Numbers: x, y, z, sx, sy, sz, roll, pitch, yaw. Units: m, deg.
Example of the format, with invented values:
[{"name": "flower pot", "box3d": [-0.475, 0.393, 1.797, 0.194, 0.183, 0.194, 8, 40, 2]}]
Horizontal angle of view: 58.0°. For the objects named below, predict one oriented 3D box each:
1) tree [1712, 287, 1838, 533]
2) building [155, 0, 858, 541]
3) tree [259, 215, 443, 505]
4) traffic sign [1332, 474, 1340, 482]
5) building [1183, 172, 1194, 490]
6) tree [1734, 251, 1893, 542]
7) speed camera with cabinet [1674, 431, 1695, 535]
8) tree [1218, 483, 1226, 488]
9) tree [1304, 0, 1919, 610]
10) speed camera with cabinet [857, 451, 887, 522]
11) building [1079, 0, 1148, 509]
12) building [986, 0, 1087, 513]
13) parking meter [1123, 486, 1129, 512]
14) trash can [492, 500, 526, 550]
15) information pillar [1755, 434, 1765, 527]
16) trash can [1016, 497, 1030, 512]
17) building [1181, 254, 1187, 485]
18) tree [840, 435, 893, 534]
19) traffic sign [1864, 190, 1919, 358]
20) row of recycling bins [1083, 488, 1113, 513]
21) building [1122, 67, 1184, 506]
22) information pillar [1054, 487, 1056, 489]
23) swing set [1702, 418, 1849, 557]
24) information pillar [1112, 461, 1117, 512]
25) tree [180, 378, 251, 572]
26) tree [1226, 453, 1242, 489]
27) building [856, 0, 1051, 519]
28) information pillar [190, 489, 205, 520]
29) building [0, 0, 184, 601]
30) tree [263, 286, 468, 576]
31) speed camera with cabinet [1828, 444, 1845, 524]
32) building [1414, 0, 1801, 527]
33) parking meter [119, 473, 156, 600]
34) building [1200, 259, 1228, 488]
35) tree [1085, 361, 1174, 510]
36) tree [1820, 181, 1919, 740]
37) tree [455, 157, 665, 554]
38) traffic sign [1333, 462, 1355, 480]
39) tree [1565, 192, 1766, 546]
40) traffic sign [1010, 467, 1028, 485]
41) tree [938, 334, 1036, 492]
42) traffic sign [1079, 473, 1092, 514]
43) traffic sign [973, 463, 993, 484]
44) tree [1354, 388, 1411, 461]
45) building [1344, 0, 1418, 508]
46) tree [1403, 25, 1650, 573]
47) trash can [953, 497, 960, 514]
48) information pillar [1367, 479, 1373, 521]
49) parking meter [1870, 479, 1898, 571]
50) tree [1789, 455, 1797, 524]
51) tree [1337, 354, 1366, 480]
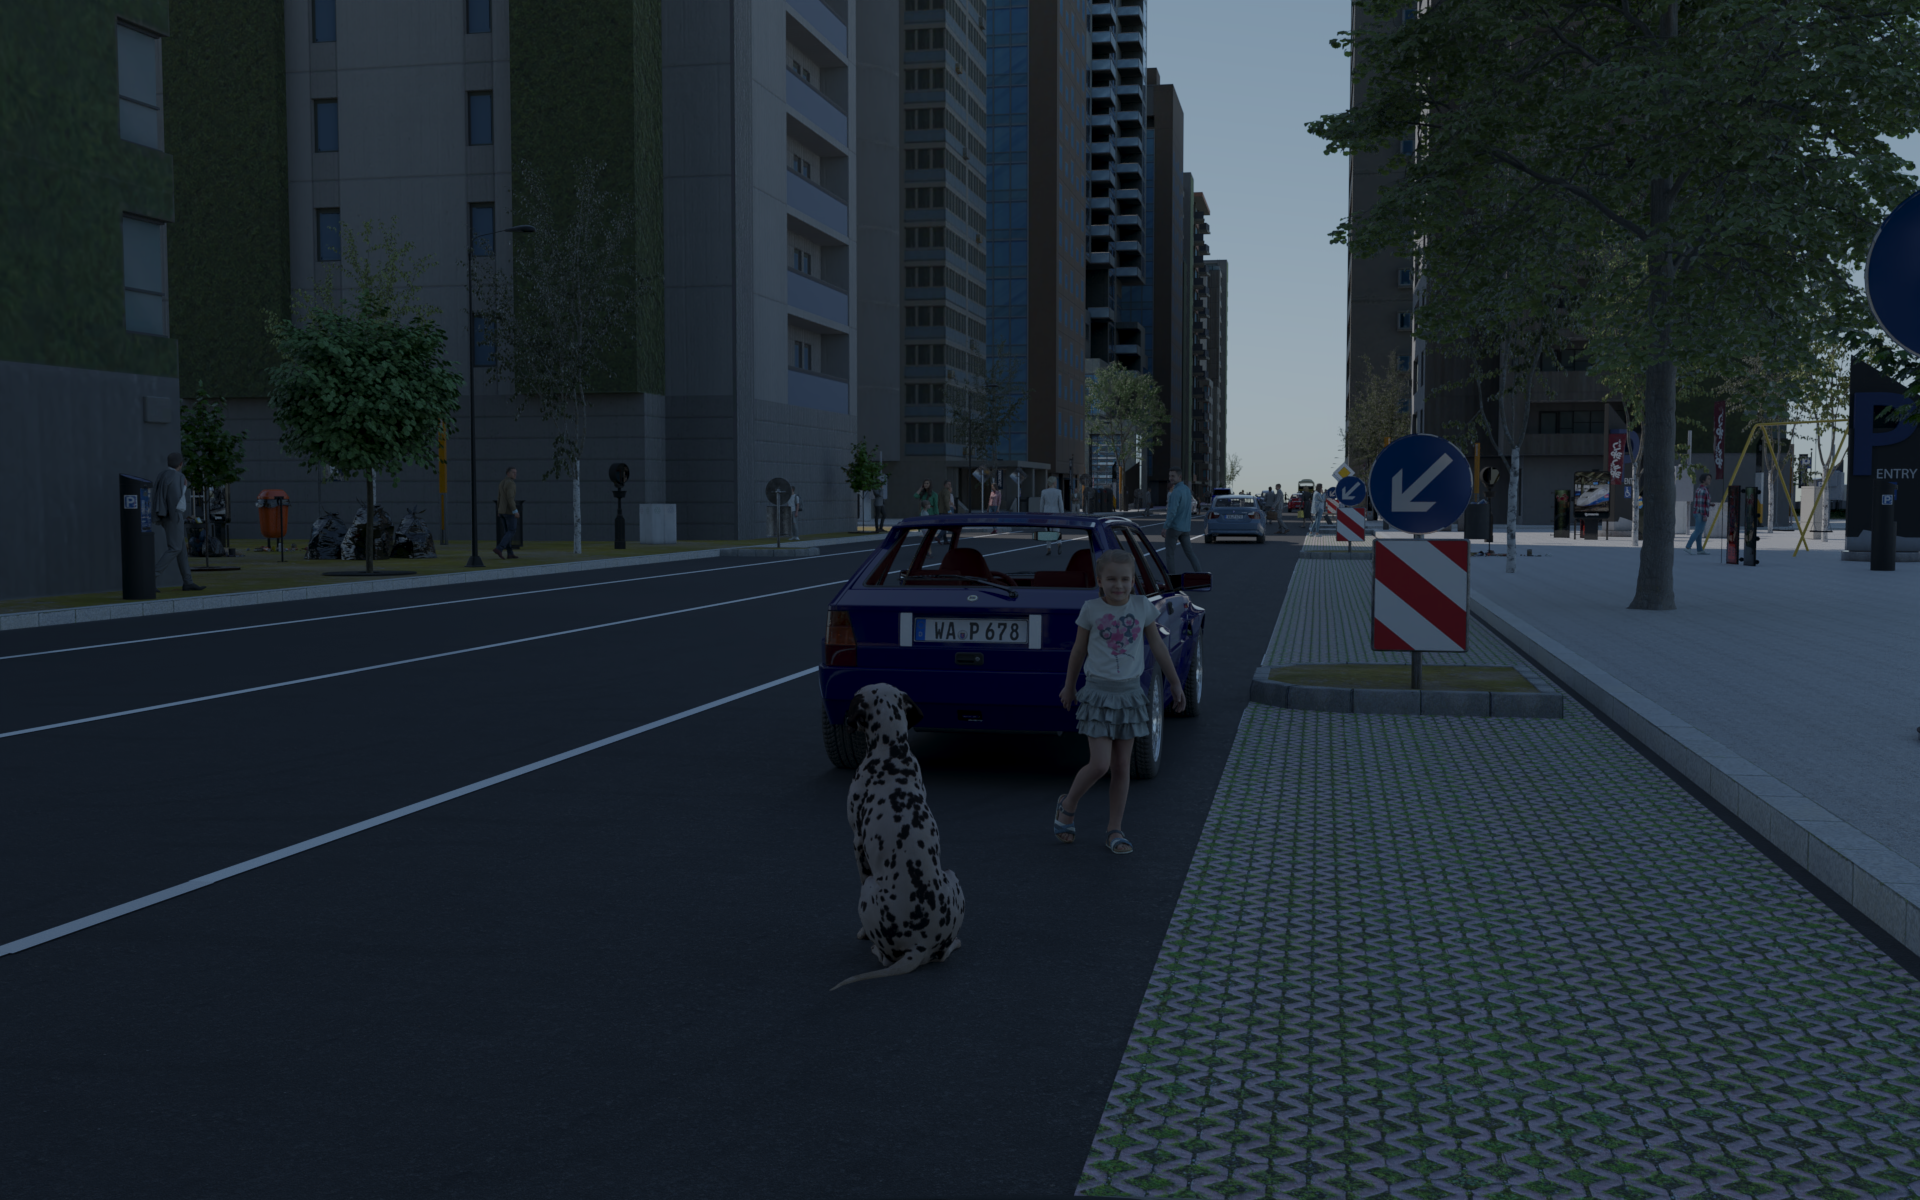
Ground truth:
[{"name": "tree", "box3d": [26.361, -6.469, 56.123, 4.360, 8.622, 3.978, 0, 3, 0]}, {"name": "building", "box3d": [-18.209, -31.517, 57.306, 28.212, 58.520, 21.231, 1, 4, 12]}, {"name": "tree", "box3d": [-15.602, -5.801, 45.209, 4.737, 8.622, 4.395, 0, 3, 0]}, {"name": "traffic sign", "box3d": [15.578, -4.187, 70.650, 0.795, 2.593, 0.064, 1, 4, 12]}, {"name": "building", "box3d": [21.346, -32.514, 215.194, 14.154, 41.232, 14.086, 1, 4, 12]}, {"name": "tree", "box3d": [23.113, -5.844, 45.906, 4.737, 8.622, 4.395, 0, 3, 0]}, {"name": "speed camera with cabinet", "box3d": [22.737, -3.698, 54.798, 0.660, 3.252, 2.038, 1, 4, 14]}, {"name": "tree", "box3d": [39.953, -16.582, 265.717, 1.663, 3.219, 1.824, 0, 3, 0]}, {"name": "tree", "box3d": [7.789, -6.193, 19.385, 7.486, 12.596, 7.792, 0, 3, 0]}, {"name": "speed camera with cabinet", "box3d": [-4.313, -5.289, 80.813, 2.038, 3.252, 0.660, 3, 5, 42]}, {"name": "building", "box3d": [7.363, -52.109, 164.654, 22.319, 86.520, 31.000, 1, 4, 12]}, {"name": "building", "box3d": [1.005, -28.812, 121.188, 14.600, 45.320, 14.200, 1, 4, 12]}, {"name": "parking meter", "box3d": [12.216, -7.448, 127.490, 0.255, 1.863, 0.399, 2, 4, 34]}, {"name": "trash can", "box3d": [-10.455, -1.745, 40.185, 0.748, 1.137, 0.748, 0, 3, 0]}, {"name": "information pillar", "box3d": [30.953, -4.629, 67.039, 0.183, 3.616, 0.504, 0, 4, -2]}, {"name": "trash can", "box3d": [3.142, -4.592, 86.733, 0.748, 1.137, 0.748, 0, 3, 0]}, {"name": "building", "box3d": [18.779, -26.299, 201.684, 14.160, 30.474, 14.107, 1, 4, 12]}, {"name": "tree", "box3d": [-3.149, -3.782, 56.444, 1.663, 3.219, 1.824, 0, 3, 0]}, {"name": "traffic sign", "box3d": [4.043, -0.421, 6.997, 0.768, 2.556, 0.104, 1, 4, 18]}, {"name": "row of recycling bins", "box3d": [9.593, -6.941, 120.599, 1.069, 1.692, 3.534, 2, 4, 32]}, {"name": "building", "box3d": [16.562, -32.853, 187.261, 14.600, 45.320, 14.200, 1, 4, 12]}, {"name": "information pillar", "box3d": [5.779, -6.274, 107.077, 0.304, 2.012, 0.304, -1, 4, -10]}, {"name": "swing set", "box3d": [18.092, -2.407, 36.974, 2.862, 2.851, 3.119, -1, 4, -15]}, {"name": "information pillar", "box3d": [10.984, -8.078, 123.430, 0.183, 3.616, 0.504, 2, 4, 32]}, {"name": "tree", "box3d": [-12.768, -2.102, 28.971, 1.663, 3.219, 1.824, 0, 3, 0]}, {"name": "tree", "box3d": [47.562, -21.640, 304.169, 4.737, 8.622, 4.395, 0, 3, 0]}, {"name": "building", "box3d": [-11.686, -24.738, 96.355, 32.217, 40.220, 23.993, 1, 4, 12]}, {"name": "information pillar", "box3d": [-21.123, -2.660, 47.990, 0.304, 2.012, 0.304, -3, 5, -40]}, {"name": "building", "box3d": [-19.107, -20.434, 17.695, 14.154, 41.232, 14.086, 1, 4, 12]}, {"name": "tree", "box3d": [-9.422, -2.674, 27.441, 4.285, 4.588, 4.351, 0, 3, 0]}, {"name": "speed camera with cabinet", "box3d": [35.347, -4.540, 68.569, 2.038, 3.252, 0.660, 3, 4, 38]}, {"name": "building", "box3d": [27.178, -18.561, 75.178, 14.107, 30.474, 14.160, 1, 4, 12]}, {"name": "parking meter", "box3d": [-10.033, -0.778, 21.128, 0.372, 1.533, 0.369, 0, 3, 0]}, {"name": "building", "box3d": [38.091, -37.395, 294.999, 14.154, 41.232, 14.086, 1, 4, 12]}, {"name": "tree", "box3d": [12.679, -12.845, 135.775, 9.928, 11.665, 9.643, 0, 3, 0]}, {"name": "tree", "box3d": [5.509, -0.857, 8.617, 1.663, 3.219, 1.824, 0, 3, 0]}, {"name": "tree", "box3d": [-8.494, -5.305, 37.100, 4.360, 8.622, 3.978, 0, 3, 0]}, {"name": "traffic sign", "box3d": [13.947, -3.709, 62.833, 0.795, 2.593, 0.064, 1, 4, 12]}, {"name": "tree", "box3d": [16.620, -5.615, 42.162, 4.737, 8.622, 4.395, 0, 3, 0]}, {"name": "traffic sign", "box3d": [2.469, -4.355, 73.395, 0.795, 2.593, 0.064, 1, 4, 12]}, {"name": "tree", "box3d": [1.268, -7.883, 79.255, 4.360, 8.622, 3.978, 0, 3, 0]}, {"name": "traffic sign", "box3d": [7.746, -6.539, 107.023, 0.768, 2.556, 0.104, 1, 4, 13]}, {"name": "traffic sign", "box3d": [0.838, -3.877, 65.577, 0.795, 2.593, 0.064, 1, 4, 12]}, {"name": "tree", "box3d": [29.081, -10.337, 119.370, 4.737, 8.622, 4.395, 0, 3, 0]}, {"name": "building", "box3d": [40.340, -31.002, 130.579, 21.300, 48.544, 21.600, 1, 4, 12]}, {"name": "tree", "box3d": [9.060, -4.761, 28.208, 4.360, 8.622, 3.978, 0, 3, 0]}, {"name": "trash can", "box3d": [-0.391, -3.956, 76.327, 0.748, 1.137, 0.748, 0, 3, 0]}, {"name": "information pillar", "box3d": [19.703, -4.813, 83.184, 0.304, 2.012, 0.304, 1, 4, 17]}, {"name": "parking meter", "box3d": [15.473, -1.259, 28.997, 0.372, 1.533, 0.369, 0, 3, 0]}, {"name": "tree", "box3d": [35.208, -4.880, 74.389, 1.663, 3.219, 1.824, 0, 3, 0]}, {"name": "tree", "box3d": [21.181, -8.355, 86.962, 4.360, 8.622, 3.978, 0, 3, 0]}]
